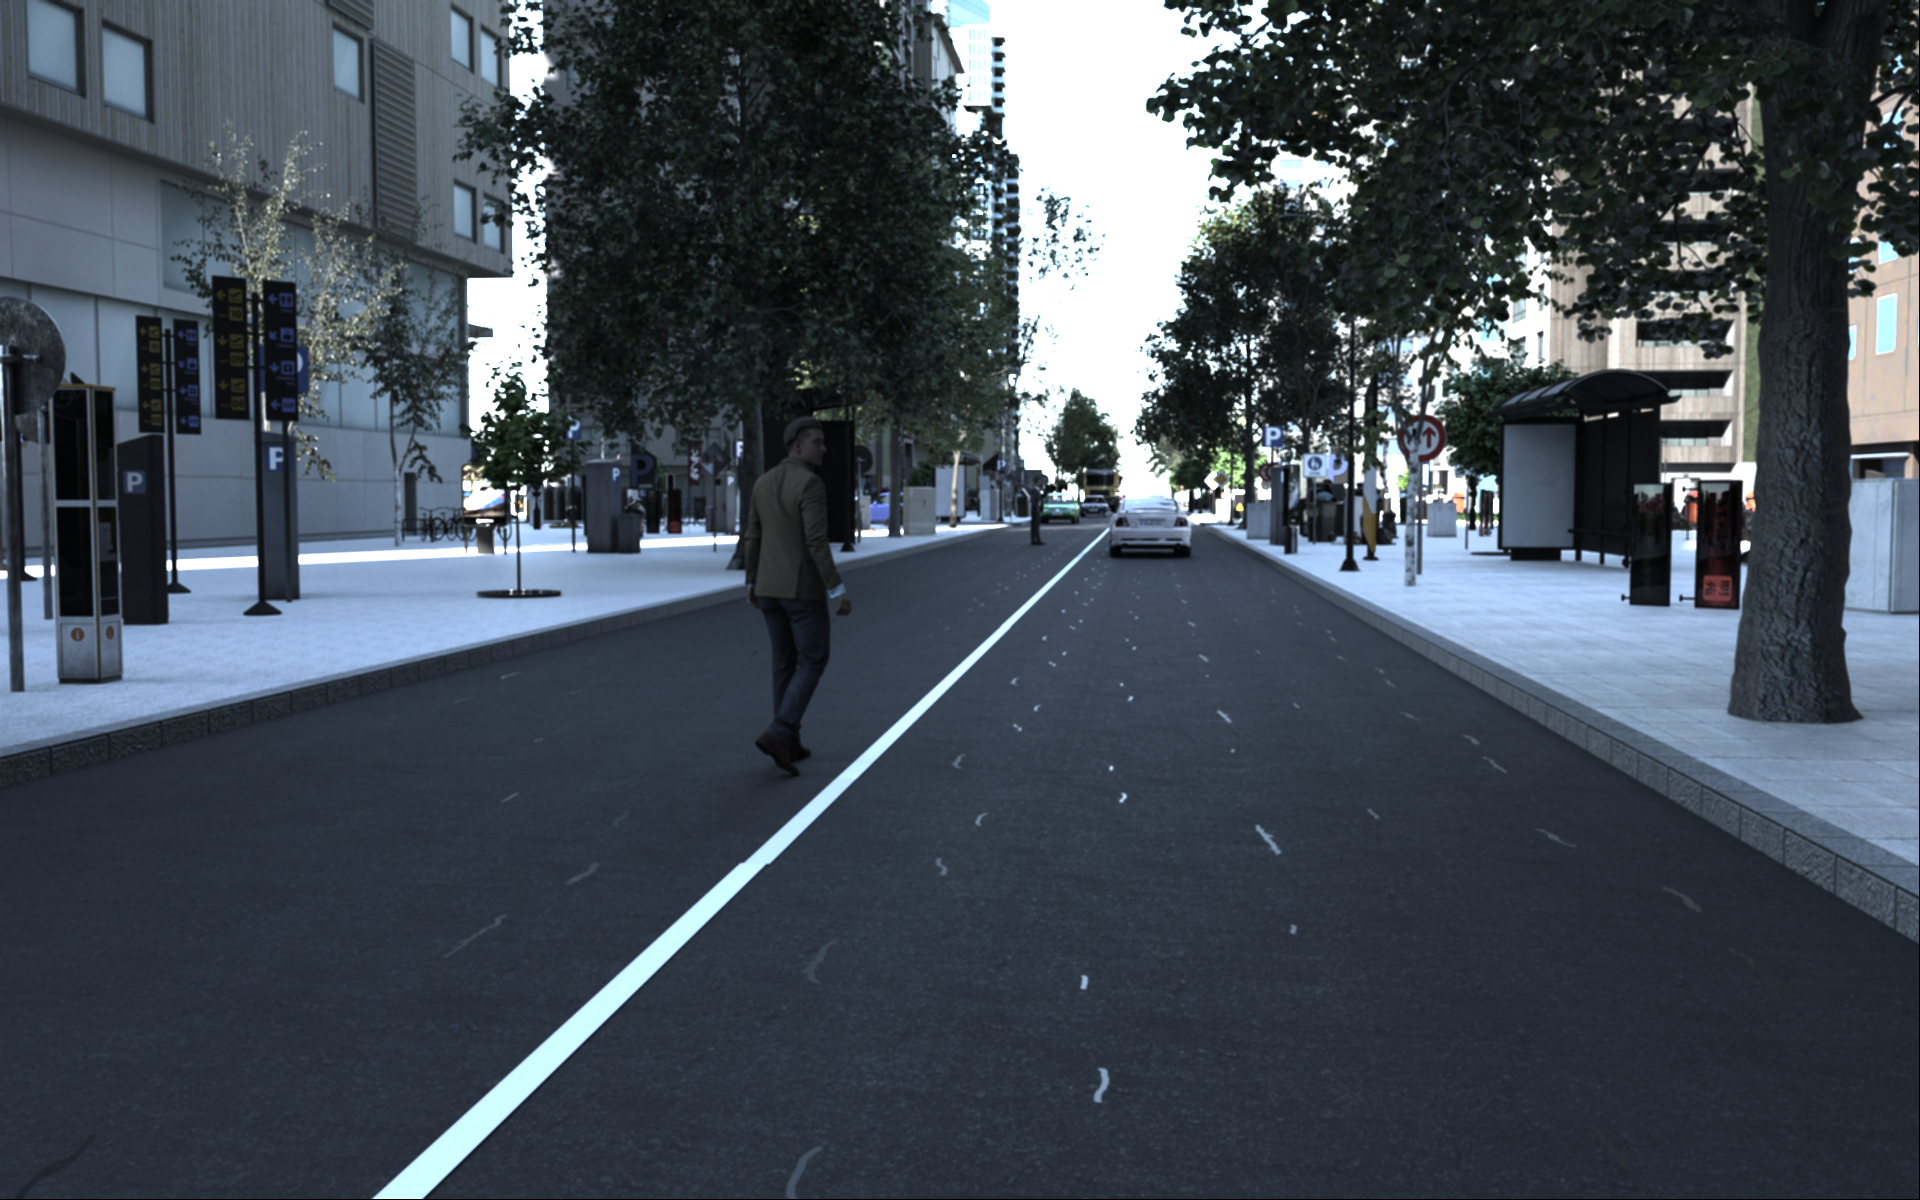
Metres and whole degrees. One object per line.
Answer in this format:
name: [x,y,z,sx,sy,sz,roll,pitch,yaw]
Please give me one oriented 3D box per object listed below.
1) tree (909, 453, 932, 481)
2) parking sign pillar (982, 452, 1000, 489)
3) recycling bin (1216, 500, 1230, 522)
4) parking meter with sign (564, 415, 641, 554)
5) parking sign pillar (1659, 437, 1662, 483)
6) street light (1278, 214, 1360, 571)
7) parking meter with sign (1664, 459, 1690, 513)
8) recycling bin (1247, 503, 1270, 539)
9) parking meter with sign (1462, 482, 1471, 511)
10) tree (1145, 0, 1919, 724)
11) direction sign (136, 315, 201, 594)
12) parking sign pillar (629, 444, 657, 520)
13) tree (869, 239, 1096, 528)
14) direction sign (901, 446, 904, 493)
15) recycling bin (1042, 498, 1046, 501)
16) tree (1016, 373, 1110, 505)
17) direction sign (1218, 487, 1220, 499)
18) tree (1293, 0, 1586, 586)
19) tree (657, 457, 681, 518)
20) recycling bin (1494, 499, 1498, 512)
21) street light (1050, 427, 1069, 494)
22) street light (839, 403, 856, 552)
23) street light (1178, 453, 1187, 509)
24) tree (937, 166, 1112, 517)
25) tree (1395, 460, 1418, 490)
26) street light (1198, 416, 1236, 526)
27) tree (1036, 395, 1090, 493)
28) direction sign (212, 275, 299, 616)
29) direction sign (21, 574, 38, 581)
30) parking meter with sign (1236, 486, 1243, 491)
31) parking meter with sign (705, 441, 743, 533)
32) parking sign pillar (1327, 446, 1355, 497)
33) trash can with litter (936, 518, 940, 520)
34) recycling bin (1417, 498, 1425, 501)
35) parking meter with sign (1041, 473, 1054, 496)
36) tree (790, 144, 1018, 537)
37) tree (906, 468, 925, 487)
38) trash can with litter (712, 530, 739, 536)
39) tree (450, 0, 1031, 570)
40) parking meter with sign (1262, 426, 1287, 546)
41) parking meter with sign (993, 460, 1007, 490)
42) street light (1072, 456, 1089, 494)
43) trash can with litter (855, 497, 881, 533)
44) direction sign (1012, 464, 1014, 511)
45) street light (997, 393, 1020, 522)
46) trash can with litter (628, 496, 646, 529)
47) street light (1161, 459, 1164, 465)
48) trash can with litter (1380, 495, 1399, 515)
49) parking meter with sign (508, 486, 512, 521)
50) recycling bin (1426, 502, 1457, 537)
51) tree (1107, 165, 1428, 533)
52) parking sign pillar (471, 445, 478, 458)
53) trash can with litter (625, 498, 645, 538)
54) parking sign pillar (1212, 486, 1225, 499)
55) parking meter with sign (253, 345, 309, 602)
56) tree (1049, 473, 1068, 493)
tree: [-2.291,-9.401,137.413,4.285,4.588,4.351,0,3,0]
parking sign pillar: [2.017,-7.572,112.275,1.447,3.967,1.447,2,4,29]
recycling bin: [12.165,-4.097,79.546,0.722,1.027,0.722,1,4,13]
parking meter with sign: [-7.764,-2.536,37.720,1.738,3.016,0.543,2,4,25]
parking sign pillar: [32.513,-5.707,81.785,1.447,3.967,1.447,-2,4,-29]
street light: [5.976,-3.443,28.839,1.470,5.913,1.316,0,4,6]
parking meter with sign: [36.096,-5.519,86.499,1.738,3.016,0.543,1,4,21]
recycling bin: [8.630,-2.253,49.386,0.722,1.027,0.722,2,4,30]
parking meter with sign: [32.662,-7.102,112.377,0.543,3.016,1.738,-1,4,-14]
tree: [4.719,-6.300,9.665,9.857,13.997,8.962,0,3,0]
direction sign: [-10.199,-1.859,22.393,0.379,3.537,0.876,2,4,30]
parking sign pillar: [-15.648,-5.941,85.614,1.447,3.967,1.447,0,4,3]
tree: [-0.235,-7.927,64.012,8.767,10.594,7.601,-1,4,-8]
direction sign: [-2.718,-5.504,81.981,0.379,3.537,0.876,-1,4,-9]
recycling bin: [6.426,-7.327,132.344,0.722,1.027,0.722,1,4,11]
tree: [8.624,-13.709,149.899,9.928,11.665,9.643,0,3,0]
direction sign: [17.363,-7.589,116.076,0.876,3.537,0.379,-2,4,-28]
tree: [6.479,-4.510,24.093,4.737,8.622,4.395,0,3,0]
tree: [-15.896,-5.938,91.690,1.663,3.219,1.824,0,3,0]
recycling bin: [27.562,-4.680,89.079,0.722,1.027,0.722,1,4,12]
street light: [6.861,-9.051,120.519,1.470,5.913,1.316,0,4,6]
street light: [-1.953,-4.015,38.181,1.470,5.913,1.316,0,4,6]
street light: [14.875,-8.471,111.045,1.470,5.913,1.316,0,4,6]
tree: [1.395,-14.832,98.386,12.611,20.169,13.585,0,3,0]
tree: [25.054,-6.252,96.820,1.663,3.219,1.824,0,3,0]
street light: [10.443,-5.963,70.040,1.470,5.913,1.316,0,4,6]
tree: [7.344,-10.906,128.678,4.360,8.622,3.978,0,3,0]
direction sign: [-7.428,-1.611,18.337,0.876,3.537,0.379,-3,5,-45]
direction sign: [-13.862,-2.050,25.518,0.876,3.537,0.379,2,4,24]
parking meter with sign: [18.957,-7.453,118.109,1.738,3.016,0.543,0,4,-1]
parking meter with sign: [-7.834,-3.755,57.657,1.738,3.016,0.543,3,5,43]
parking sign pillar: [18.703,-5.908,85.062,1.447,3.967,1.447,3,5,41]
trash can with litter: [-1.099,-4.663,87.294,1.678,1.210,2.233,-2,4,-34]
recycling bin: [32.956,-6.829,124.202,0.722,1.027,0.722,1,4,21]
parking meter with sign: [7.439,-9.042,144.104,1.738,3.016,0.543,3,4,37]
tree: [-2.345,-8.151,51.402,7.486,12.596,7.792,0,3,0]
tree: [-3.366,-8.174,128.248,1.663,3.219,1.824,0,3,0]
trash can with litter: [-6.775,-2.629,54.037,2.233,1.210,1.678,3,5,40]
tree: [-3.600,-6.875,29.408,9.611,12.733,9.660,0,3,0]
parking meter with sign: [8.081,-2.897,43.633,0.543,3.016,1.738,0,4,-5]
parking meter with sign: [1.963,-5.655,88.719,0.543,3.016,1.738,-1,4,-10]
street light: [10.623,-11.185,155.411,1.470,5.913,1.316,0,4,6]
trash can with litter: [-3.290,-2.901,58.481,1.678,1.210,2.233,2,4,32]
direction sign: [3.983,-8.514,131.201,0.379,3.537,0.876,0,3,0]
street light: [2.409,-6.529,79.294,1.470,5.913,1.316,0,4,6]
trash can with litter: [-12.136,-3.257,64.302,1.678,1.210,2.233,-1,4,-15]
street light: [27.464,-15.705,229.313,1.470,5.913,1.316,0,4,6]
trash can with litter: [26.200,-5.712,104.442,2.233,1.210,1.678,0,3,0]
parking meter with sign: [-21.966,-5.205,81.369,1.738,3.016,0.543,0,4,3]
recycling bin: [14.462,-2.411,51.980,0.722,1.027,0.722,0,4,-3]
tree: [9.813,-7.031,49.375,7.601,10.594,8.767,3,4,36]
parking sign pillar: [-19.070,-4.808,67.076,1.447,3.967,1.447,2,4,27]
trash can with litter: [-9.727,-2.394,50.536,1.055,1.170,0.624,0,4,-4]
parking sign pillar: [18.454,-8.190,122.376,1.447,3.967,1.447,1,4,16]
parking meter with sign: [-8.337,-1.523,21.169,0.543,3.016,1.738,-2,4,-28]
tree: [7.839,-8.959,141.074,1.663,3.219,1.824,0,3,0]
